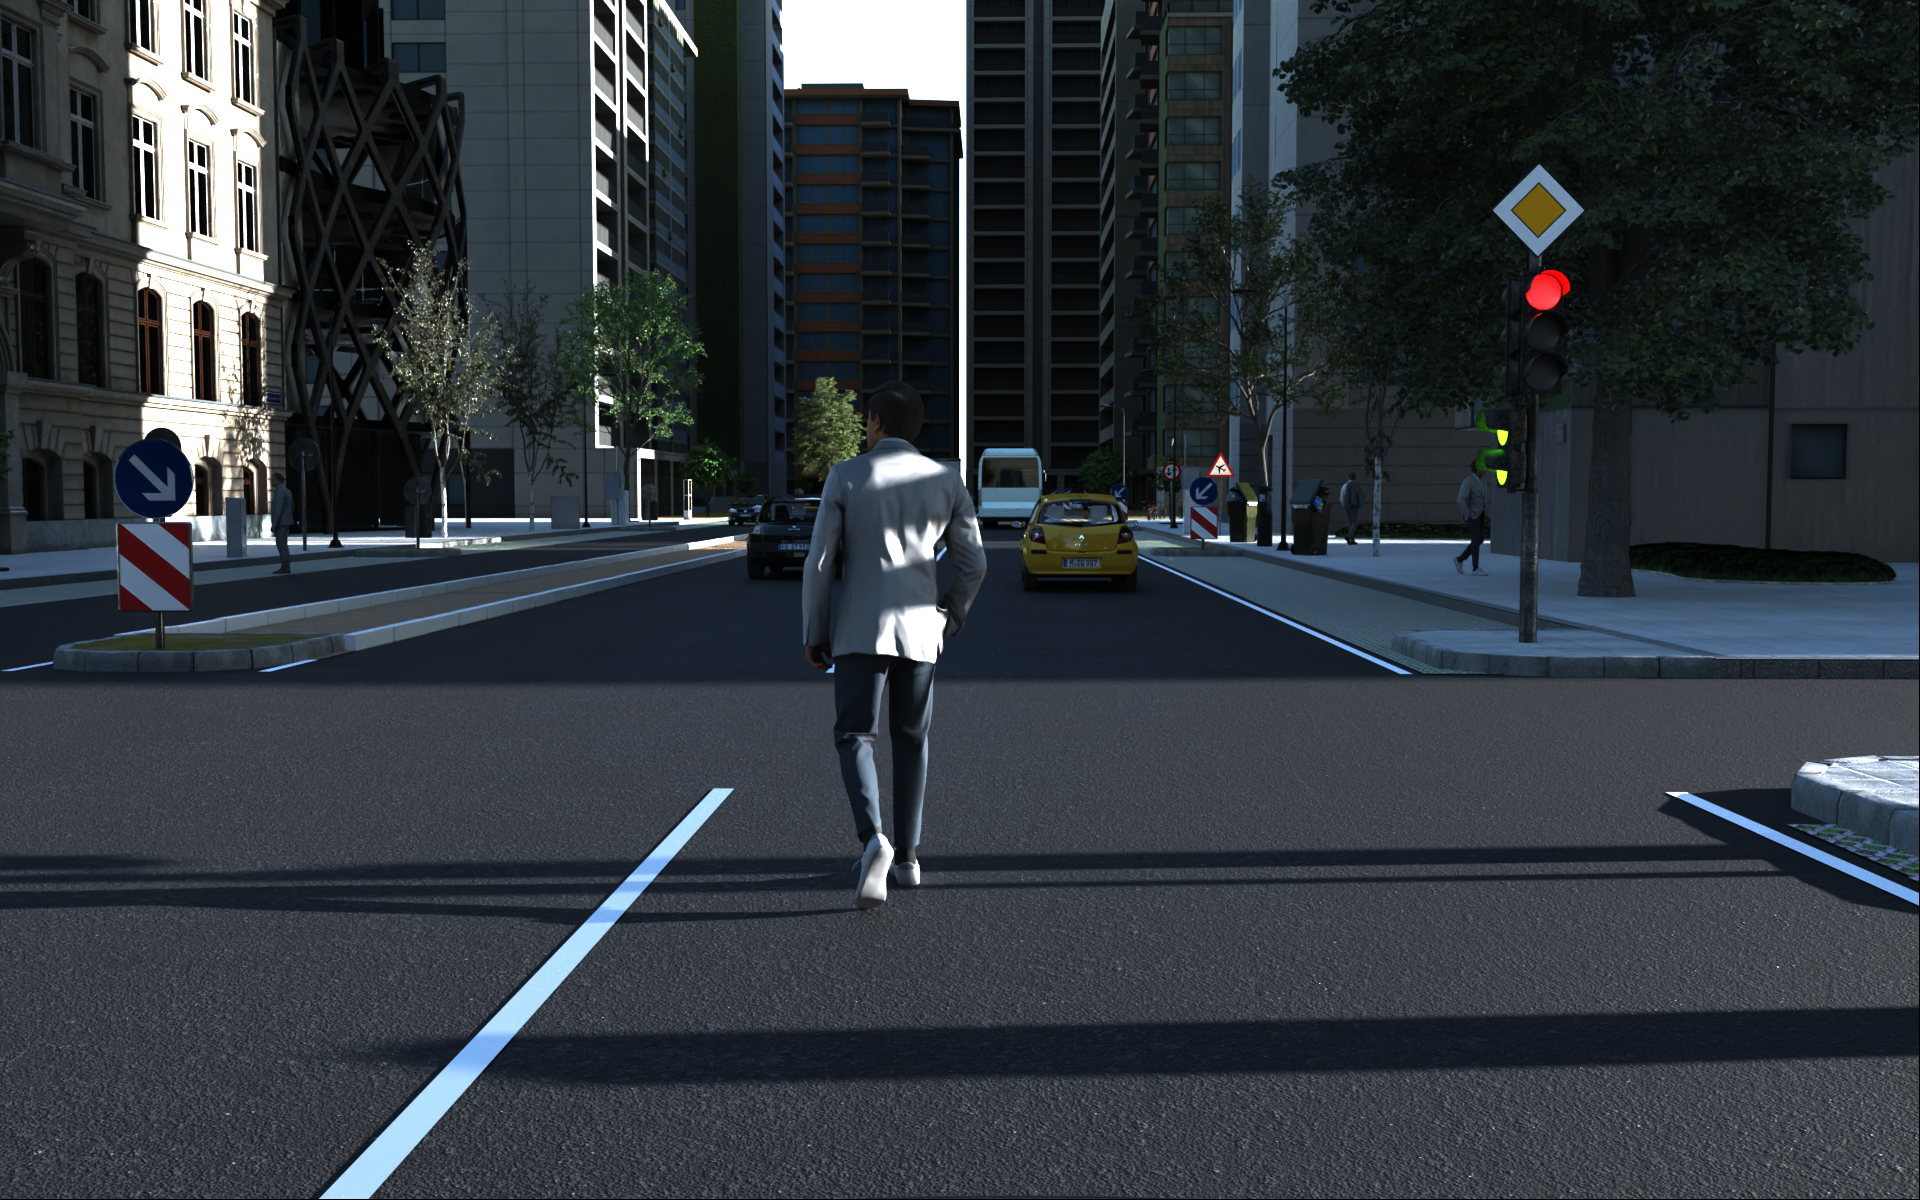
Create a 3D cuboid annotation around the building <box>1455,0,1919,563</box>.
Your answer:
[{"bbox_3d":[18.586,-21.674,37.962,14.154,41.232,14.086,0,4,1],"label":"building"}]

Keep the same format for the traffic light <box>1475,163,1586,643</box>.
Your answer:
[{"bbox_3d":[4.896,-1.588,14.878,0.839,4.253,0.868,0,4,1],"label":"traffic light"}]

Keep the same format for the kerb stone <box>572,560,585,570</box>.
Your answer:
[{"bbox_3d":[-7.305,-0.642,32.692,0.120,0.150,1.000,0,4,1],"label":"kerb stone"}]

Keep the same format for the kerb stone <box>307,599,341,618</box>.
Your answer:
[{"bbox_3d":[-7.571,0.111,20.401,0.120,0.150,1.000,0,4,1],"label":"kerb stone"}]

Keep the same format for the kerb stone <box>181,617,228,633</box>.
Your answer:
[{"bbox_3d":[-7.635,0.307,17.326,0.120,0.150,1.000,0,4,1],"label":"kerb stone"}]

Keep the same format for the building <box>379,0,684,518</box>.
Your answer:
[{"bbox_3d":[-27.069,-40.489,100.245,20.563,71.187,20.611,0,4,1],"label":"building"}]

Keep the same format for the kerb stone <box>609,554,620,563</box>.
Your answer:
[{"bbox_3d":[-7.239,-0.827,35.760,0.120,0.150,1.000,0,4,1],"label":"kerb stone"}]

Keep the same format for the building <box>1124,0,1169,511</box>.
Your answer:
[{"bbox_3d":[23.571,-28.849,126.309,22.147,44.769,28.867,0,4,1],"label":"building"}]

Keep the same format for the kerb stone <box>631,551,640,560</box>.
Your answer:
[{"bbox_3d":[-7.193,-0.955,37.804,0.120,0.150,1.000,0,4,1],"label":"kerb stone"}]

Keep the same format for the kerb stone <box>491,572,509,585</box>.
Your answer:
[{"bbox_3d":[-7.418,-0.328,27.570,0.120,0.150,1.000,0,4,1],"label":"kerb stone"}]

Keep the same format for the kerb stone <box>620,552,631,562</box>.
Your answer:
[{"bbox_3d":[-7.213,-0.891,36.782,0.120,0.150,1.000,0,4,1],"label":"kerb stone"}]

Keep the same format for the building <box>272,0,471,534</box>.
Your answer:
[{"bbox_3d":[-26.393,-11.828,60.835,16.820,18.784,16.811,0,4,1],"label":"building"}]

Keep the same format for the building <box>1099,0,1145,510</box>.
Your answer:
[{"bbox_3d":[23.513,-32.274,151.387,21.300,48.544,21.600,0,4,1],"label":"building"}]

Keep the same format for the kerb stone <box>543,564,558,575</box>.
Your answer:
[{"bbox_3d":[-7.350,-0.517,30.648,0.120,0.150,1.000,0,4,1],"label":"kerb stone"}]

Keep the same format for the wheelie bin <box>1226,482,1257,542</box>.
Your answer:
[{"bbox_3d":[7.495,-2.337,46.124,0.693,1.594,0.980,3,4,39],"label":"wheelie bin"}]

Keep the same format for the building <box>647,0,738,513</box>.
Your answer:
[{"bbox_3d":[-32.893,-26.404,123.579,32.217,40.220,23.993,0,4,1],"label":"building"}]

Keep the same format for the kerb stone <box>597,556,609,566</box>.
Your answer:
[{"bbox_3d":[-7.260,-0.767,34.736,0.120,0.150,1.000,0,4,1],"label":"kerb stone"}]

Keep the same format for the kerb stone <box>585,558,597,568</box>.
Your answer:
[{"bbox_3d":[-7.286,-0.697,33.714,0.120,0.150,1.000,0,4,1],"label":"kerb stone"}]

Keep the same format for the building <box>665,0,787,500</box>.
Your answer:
[{"bbox_3d":[-29.933,-37.325,152.256,28.212,58.520,21.231,0,4,1],"label":"building"}]

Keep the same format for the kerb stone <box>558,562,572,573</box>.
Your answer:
[{"bbox_3d":[-7.326,-0.574,31.670,0.120,0.150,1.000,0,4,1],"label":"kerb stone"}]

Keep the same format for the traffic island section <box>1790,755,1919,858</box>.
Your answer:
[{"bbox_3d":[4.766,0.934,7.008,2.009,0.180,2.903,0,4,1],"label":"traffic island section"}]

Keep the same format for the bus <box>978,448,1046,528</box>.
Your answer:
[{"bbox_3d":[2.322,-4.973,76.161,2.948,3.499,13.247,0,4,3],"label":"bus"}]

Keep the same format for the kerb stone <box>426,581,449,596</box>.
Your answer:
[{"bbox_3d":[-7.480,-0.139,24.501,0.120,0.150,1.000,0,4,1],"label":"kerb stone"}]

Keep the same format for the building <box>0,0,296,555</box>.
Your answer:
[{"bbox_3d":[-25.834,-13.201,34.918,14.460,24.649,34.723,0,4,1],"label":"building"}]

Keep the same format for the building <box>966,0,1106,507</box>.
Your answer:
[{"bbox_3d":[11.092,-45.700,185.454,20.611,71.187,20.563,0,4,1],"label":"building"}]

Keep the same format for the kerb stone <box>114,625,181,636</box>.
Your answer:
[{"bbox_3d":[-7.651,0.360,16.304,0.120,0.150,1.000,0,4,1],"label":"kerb stone"}]

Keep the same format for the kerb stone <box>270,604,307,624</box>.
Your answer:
[{"bbox_3d":[-7.593,0.172,19.379,0.120,0.150,1.000,0,4,1],"label":"kerb stone"}]

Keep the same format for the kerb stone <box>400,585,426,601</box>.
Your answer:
[{"bbox_3d":[-7.505,-0.078,23.477,0.120,0.150,1.000,0,4,1],"label":"kerb stone"}]

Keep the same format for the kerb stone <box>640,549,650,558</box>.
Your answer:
[{"bbox_3d":[-7.171,-1.017,38.829,0.120,0.150,1.000,0,4,1],"label":"kerb stone"}]

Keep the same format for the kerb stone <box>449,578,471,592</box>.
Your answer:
[{"bbox_3d":[-7.454,-0.204,25.524,0.120,0.150,1.000,0,4,1],"label":"kerb stone"}]

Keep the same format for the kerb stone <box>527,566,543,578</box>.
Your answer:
[{"bbox_3d":[-7.371,-0.450,29.622,0.120,0.150,1.000,0,4,1],"label":"kerb stone"}]

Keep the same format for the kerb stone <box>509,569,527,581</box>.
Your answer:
[{"bbox_3d":[-7.393,-0.392,28.599,0.120,0.150,1.000,0,4,1],"label":"kerb stone"}]

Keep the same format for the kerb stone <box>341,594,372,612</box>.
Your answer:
[{"bbox_3d":[-7.541,0.047,21.422,0.120,0.150,1.000,0,4,1],"label":"kerb stone"}]

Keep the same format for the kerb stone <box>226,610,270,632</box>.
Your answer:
[{"bbox_3d":[-7.609,0.235,18.351,0.120,0.150,1.000,0,4,1],"label":"kerb stone"}]

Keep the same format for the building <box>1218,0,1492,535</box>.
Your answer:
[{"bbox_3d":[21.228,-32.078,66.479,21.231,58.520,28.212,0,4,1],"label":"building"}]

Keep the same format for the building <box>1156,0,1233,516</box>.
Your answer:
[{"bbox_3d":[18.893,-20.409,105.392,14.160,30.474,14.107,0,4,1],"label":"building"}]

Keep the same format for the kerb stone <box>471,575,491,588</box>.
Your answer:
[{"bbox_3d":[-7.442,-0.266,26.547,0.120,0.150,1.000,0,4,1],"label":"kerb stone"}]

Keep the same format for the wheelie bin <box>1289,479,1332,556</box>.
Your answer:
[{"bbox_3d":[7.372,-1.746,36.448,0.693,1.594,0.980,-2,4,-33],"label":"wheelie bin"}]

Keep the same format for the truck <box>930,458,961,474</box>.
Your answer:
[{"bbox_3d":[-1.187,-9.309,141.120,2.839,4.237,11.283,0,4,0],"label":"truck"}]

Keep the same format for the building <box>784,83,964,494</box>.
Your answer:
[{"bbox_3d":[-14.191,-32.604,187.692,28.867,44.769,22.147,0,4,1],"label":"building"}]

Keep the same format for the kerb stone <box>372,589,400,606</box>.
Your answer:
[{"bbox_3d":[-7.524,-0.016,22.455,0.120,0.150,1.000,0,4,1],"label":"kerb stone"}]

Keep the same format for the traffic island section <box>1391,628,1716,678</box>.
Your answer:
[{"bbox_3d":[4.936,0.446,14.991,2.009,0.180,2.903,0,4,1],"label":"traffic island section"}]
